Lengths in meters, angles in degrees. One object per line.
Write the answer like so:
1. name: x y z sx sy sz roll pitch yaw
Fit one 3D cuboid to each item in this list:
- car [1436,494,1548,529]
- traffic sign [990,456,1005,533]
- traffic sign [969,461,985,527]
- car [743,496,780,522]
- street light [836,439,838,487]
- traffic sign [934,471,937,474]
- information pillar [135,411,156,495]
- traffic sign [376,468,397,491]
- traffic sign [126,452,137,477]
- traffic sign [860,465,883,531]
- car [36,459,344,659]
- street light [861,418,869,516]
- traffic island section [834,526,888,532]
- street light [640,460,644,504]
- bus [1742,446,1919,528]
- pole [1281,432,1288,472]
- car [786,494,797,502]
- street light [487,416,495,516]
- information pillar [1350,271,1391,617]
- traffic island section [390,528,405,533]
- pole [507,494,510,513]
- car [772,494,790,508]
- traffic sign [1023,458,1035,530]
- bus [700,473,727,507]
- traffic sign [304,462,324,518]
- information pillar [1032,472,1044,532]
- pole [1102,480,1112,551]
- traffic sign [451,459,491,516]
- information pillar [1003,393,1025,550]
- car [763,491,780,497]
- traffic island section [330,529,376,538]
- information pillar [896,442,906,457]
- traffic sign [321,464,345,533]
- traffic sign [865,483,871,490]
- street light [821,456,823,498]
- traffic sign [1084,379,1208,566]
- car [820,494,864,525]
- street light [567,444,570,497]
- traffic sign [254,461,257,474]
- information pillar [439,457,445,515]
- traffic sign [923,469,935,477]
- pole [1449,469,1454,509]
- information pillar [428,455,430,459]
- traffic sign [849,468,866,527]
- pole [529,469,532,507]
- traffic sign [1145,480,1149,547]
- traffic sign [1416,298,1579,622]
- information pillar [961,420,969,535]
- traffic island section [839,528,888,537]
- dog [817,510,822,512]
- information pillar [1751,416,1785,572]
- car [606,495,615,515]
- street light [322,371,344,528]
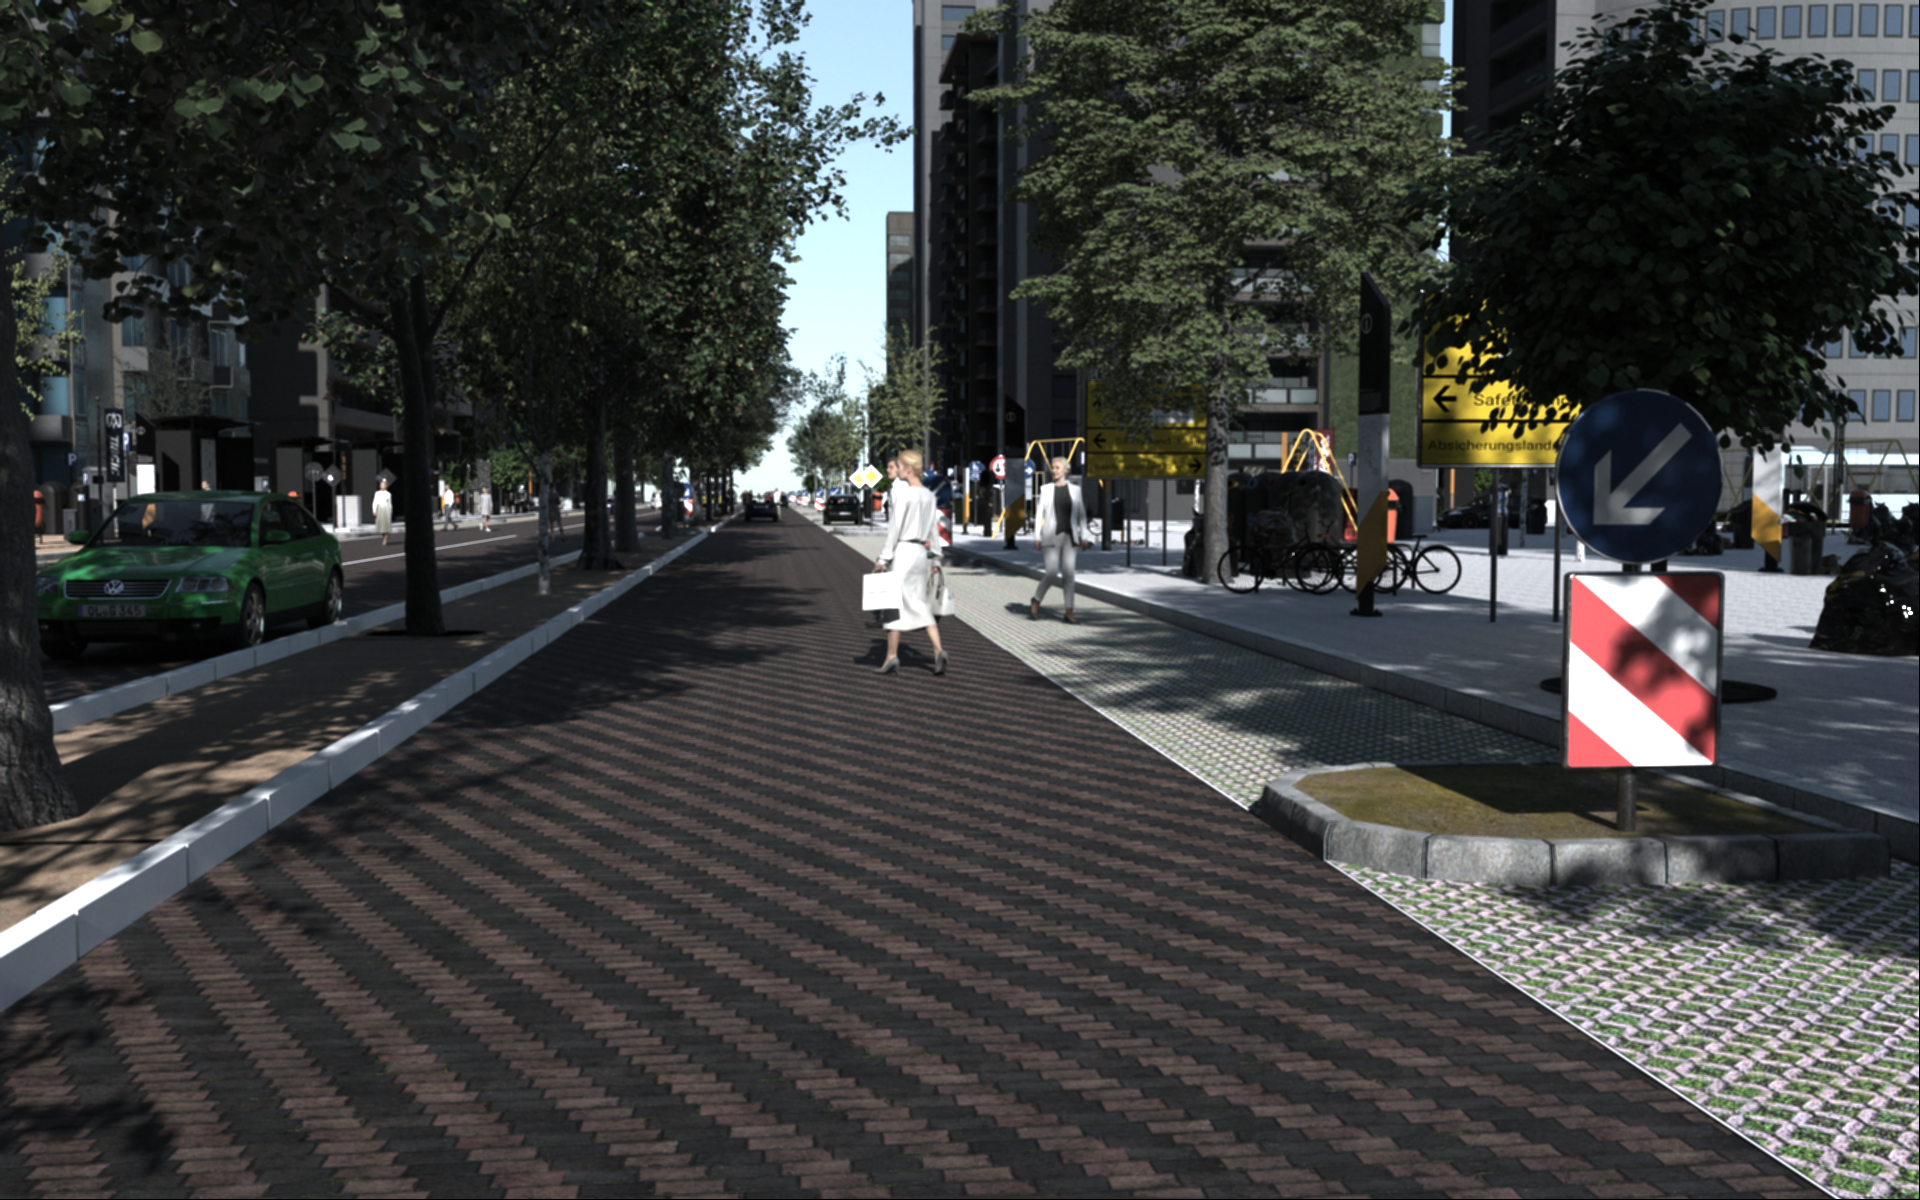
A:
1. car: 20.641 -3.509 67.153 4.222 1.686 2.009 0 4 -6
2. traffic sign: 1.372 -3.524 57.726 0.768 2.556 0.104 0 4 -3
3. traffic sign: 0.605 -4.119 67.450 0.768 2.556 0.104 0 4 3
4. car: -10.496 -4.835 91.630 1.945 1.354 3.894 0 4 -5
5. street light: -10.074 -10.312 141.385 0.468 5.910 1.993 0 4 -6
6. traffic sign: -1.489 -5.829 95.411 0.768 2.556 0.104 0 4 3
7. information pillar: -22.879 -3.505 48.669 0.504 3.616 0.183 0 4 -2
8. traffic sign: -21.647 -3.775 65.369 0.795 2.450 0.064 0 4 -6
9. traffic sign: -24.526 -3.159 51.754 0.768 2.556 0.104 0 4 -1
10. traffic sign: -3.037 -3.407 59.344 0.795 2.450 0.064 0 4 -6
11. car: -7.219 -0.473 16.525 1.959 1.807 4.718 0 4 -6
12. street light: -5.722 -7.988 103.383 0.468 5.910 1.993 0 4 -6
13. traffic island section: -3.883 -2.757 67.362 2.009 0.180 2.903 0 4 -6
14. street light: -41.095 -15.369 224.072 0.468 5.910 1.993 0 4 -6
15. bus: 37.758 -4.483 68.150 13.247 3.499 2.948 0 4 -6
16. pole: 10.719 -3.879 57.266 0.158 3.312 0.155 0 3 0
17. car: -27.652 -16.724 283.034 1.945 1.707 3.694 0 4 -8
18. street light: -27.902 -7.985 103.335 0.468 5.910 1.993 0 4 -6
19. information pillar: 4.305 -1.634 18.070 0.183 3.616 0.504 -1 4 -18
20. traffic island section: -21.669 -2.639 65.428 2.009 0.180 2.903 0 4 -6
21. pole: -30.120 -7.439 115.469 0.158 3.312 0.155 0 3 0
22. car: -18.074 -10.017 173.561 2.009 1.686 4.222 0 4 -5
23. traffic sign: 2.265 -3.724 60.991 0.768 2.556 0.104 0 4 -2
24. bus: -27.012 -12.125 189.797 2.896 3.916 12.252 0 4 -8
25. traffic sign: -25.703 -4.209 68.921 0.768 2.556 0.104 0 4 -1
26. information pillar: 2.606 -3.274 58.017 0.304 2.012 0.304 -2 4 -30
27. pole: 3.308 -2.762 39.000 0.158 3.312 0.155 0 3 0
28. traffic sign: -28.519 -6.550 100.971 2.265 3.308 0.079 0 4 -4
29. information pillar: 1.258 -2.979 40.053 0.504 3.616 0.183 0 4 6
30. car: -22.063 -11.962 204.253 2.281 1.827 5.304 0 4 -8
31. traffic island section: -20.801 -2.153 57.490 2.009 0.180 2.903 0 4 -6
32. information pillar: -2.621 -5.289 77.824 0.504 3.616 0.183 2 4 26
33. traffic sign: -20.778 -3.290 57.431 0.795 2.450 0.064 0 4 -6
34. traffic sign: -5.292 -6.231 101.976 0.768 2.556 0.104 0 4 -3
35. street light: -14.284 -12.664 179.847 0.468 5.910 1.993 0 4 -6
36. traffic sign: 3.317 -2.251 30.670 2.265 3.308 0.079 0 4 -4
37. car: -5.418 -4.295 80.004 2.009 1.686 4.222 0 4 -7
38. street light: -32.099 -10.338 141.815 0.468 5.910 1.993 0 4 -6
39. traffic sign: -23.621 -3.494 57.240 0.768 2.556 0.104 0 4 2
40. information pillar: -31.273 -6.919 104.484 0.504 3.616 0.183 3 5 41
41. traffic sign: -1.644 -5.451 89.232 0.768 2.556 0.104 0 4 1
42. pole: 20.646 -4.824 72.717 0.158 3.312 0.155 0 3 0
43. information pillar: -29.814 -6.473 97.193 0.183 3.616 0.504 -2 4 -26
44. traffic sign: -3.906 -3.892 67.282 0.795 2.450 0.064 0 4 -6
45. pole: -34.479 -8.879 139.008 0.158 3.312 0.155 0 3 0
46. traffic sign: 4.526 -2.553 41.844 0.768 2.556 0.104 0 4 3
47. traffic sign: 5.665 -1.431 17.272 2.265 3.308 0.079 0 4 -2
48. information pillar: 0.183 -3.876 54.725 0.183 3.616 0.504 -1 4 -13
49. traffic island section: -3.015 -2.272 59.424 2.009 0.180 2.903 0 4 -6
50. dog: -11.173 -7.334 136.744 0.800 0.831 0.513 -2 4 -30
51. information pillar: 13.327 -2.273 28.518 0.183 3.616 0.504 -3 4 -38
52. car: -24.782 -6.606 120.596 1.945 1.354 3.894 0 4 -5
53. street light: -23.604 -5.660 65.328 0.468 5.910 1.993 0 4 -6
